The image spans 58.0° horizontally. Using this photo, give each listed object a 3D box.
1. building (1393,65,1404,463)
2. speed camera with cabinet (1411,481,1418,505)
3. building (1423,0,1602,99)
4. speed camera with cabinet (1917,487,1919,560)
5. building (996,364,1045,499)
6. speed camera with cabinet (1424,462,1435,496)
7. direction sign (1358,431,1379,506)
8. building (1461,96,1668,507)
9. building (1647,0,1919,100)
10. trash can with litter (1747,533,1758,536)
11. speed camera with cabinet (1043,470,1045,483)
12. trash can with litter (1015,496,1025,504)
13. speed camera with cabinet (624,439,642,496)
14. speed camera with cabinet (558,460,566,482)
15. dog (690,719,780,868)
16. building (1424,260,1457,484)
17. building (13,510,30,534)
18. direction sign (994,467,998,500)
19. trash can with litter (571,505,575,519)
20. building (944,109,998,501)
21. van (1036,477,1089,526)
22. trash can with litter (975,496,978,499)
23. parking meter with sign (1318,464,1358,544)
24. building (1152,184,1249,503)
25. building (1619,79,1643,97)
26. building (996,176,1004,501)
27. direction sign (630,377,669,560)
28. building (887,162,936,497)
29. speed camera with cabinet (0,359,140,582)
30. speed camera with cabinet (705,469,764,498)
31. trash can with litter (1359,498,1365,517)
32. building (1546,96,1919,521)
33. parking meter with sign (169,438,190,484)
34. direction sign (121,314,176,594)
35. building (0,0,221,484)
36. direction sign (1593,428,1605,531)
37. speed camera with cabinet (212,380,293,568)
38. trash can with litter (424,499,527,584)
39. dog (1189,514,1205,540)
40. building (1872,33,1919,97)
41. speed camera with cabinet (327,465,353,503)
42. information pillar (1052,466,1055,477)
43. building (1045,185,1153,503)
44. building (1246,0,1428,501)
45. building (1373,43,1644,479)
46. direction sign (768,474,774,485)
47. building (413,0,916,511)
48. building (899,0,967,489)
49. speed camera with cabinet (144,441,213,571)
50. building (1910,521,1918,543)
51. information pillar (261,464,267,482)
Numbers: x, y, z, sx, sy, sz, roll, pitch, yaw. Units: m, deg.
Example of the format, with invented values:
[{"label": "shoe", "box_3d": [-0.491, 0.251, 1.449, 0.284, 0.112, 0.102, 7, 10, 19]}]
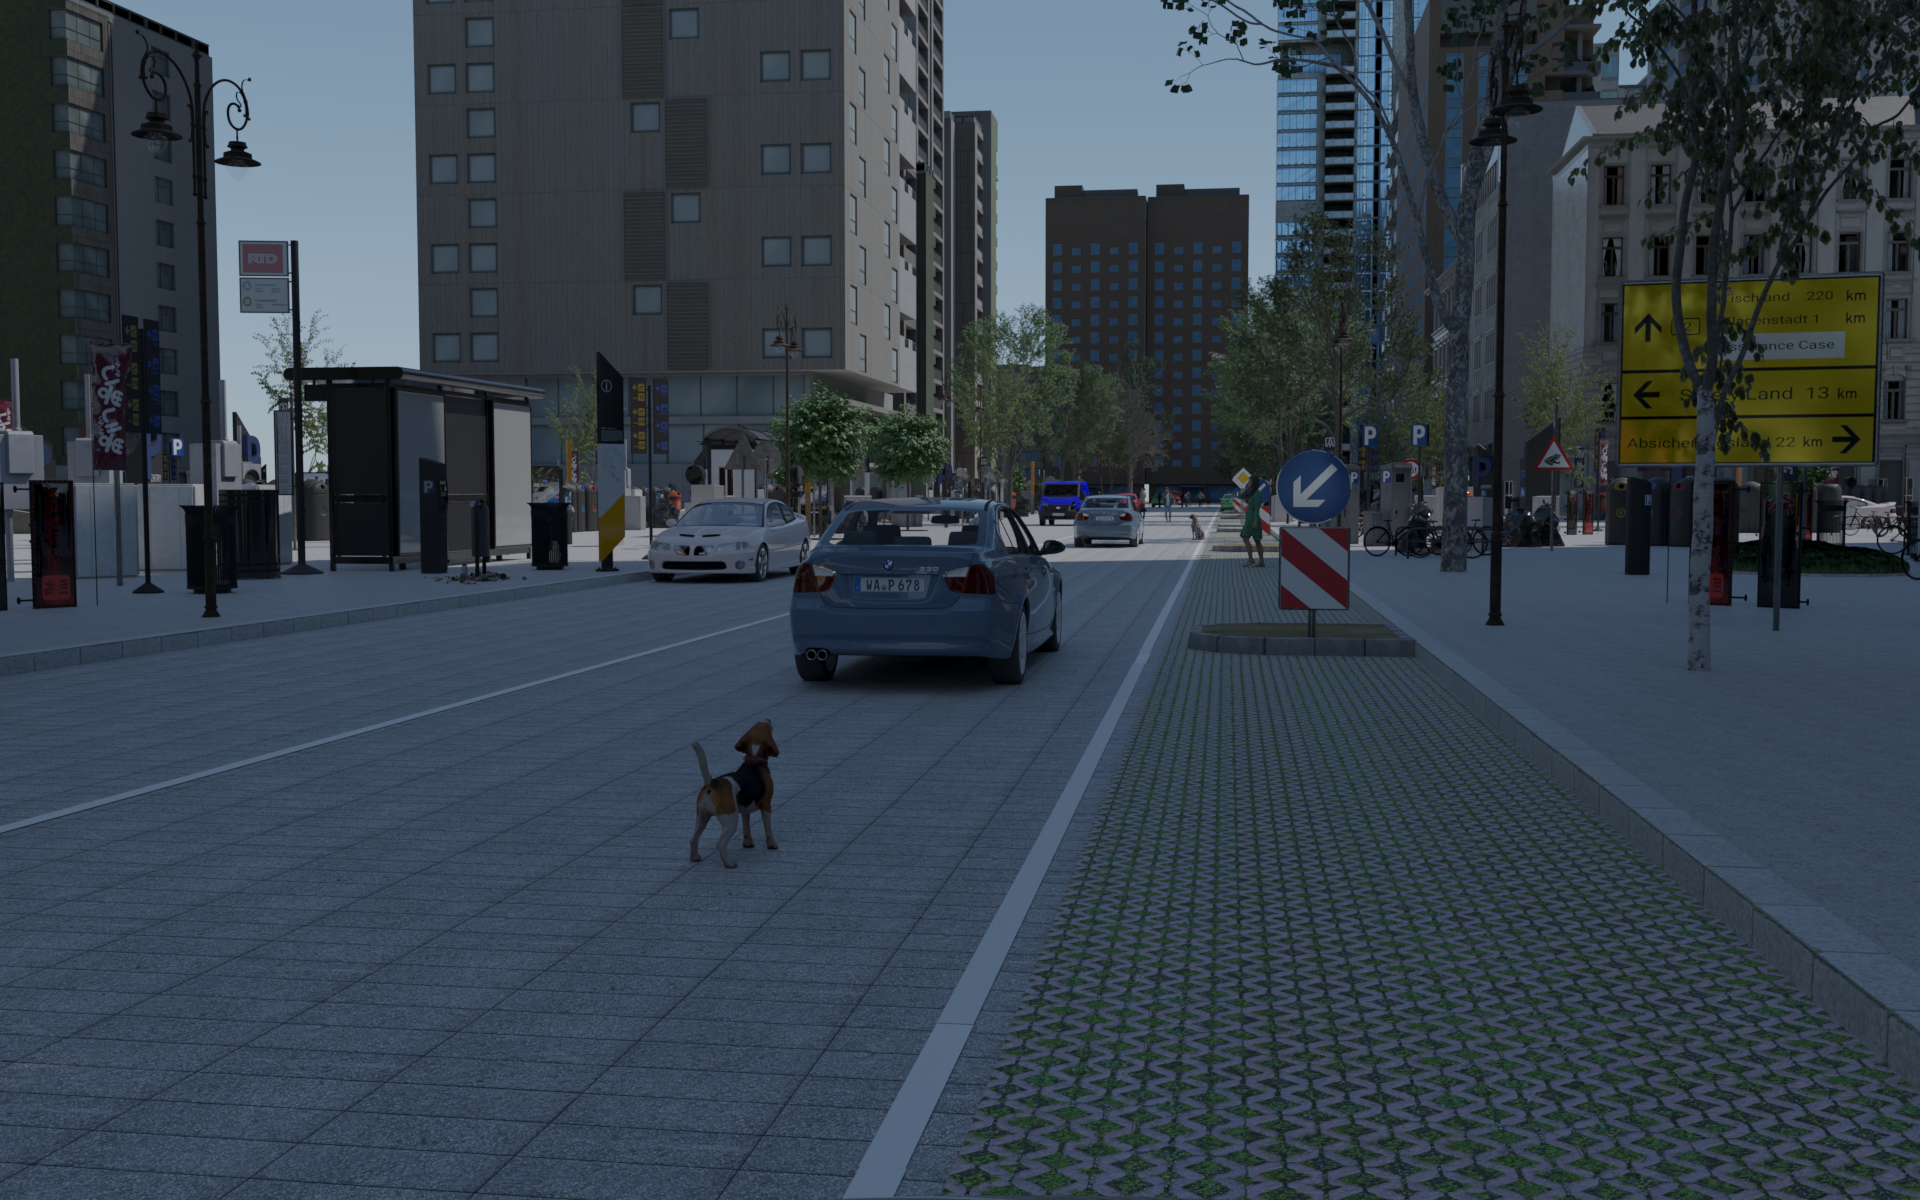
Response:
[{"label": "building", "box_3d": [49.947, -31.657, 167.698, 14.600, 45.320, 14.200, 1, 4, 9]}, {"label": "speed camera with cabinet", "box_3d": [31.965, -7.971, 124.658, 2.038, 3.252, 0.660, -2, 4, -25]}, {"label": "building", "box_3d": [47.645, -30.801, 153.711, 14.600, 45.320, 14.200, 1, 4, 9]}, {"label": "speed camera with cabinet", "box_3d": [18.957, -2.307, 32.050, 2.038, 3.252, 0.660, 3, 4, 39]}, {"label": "building", "box_3d": [-0.224, -25.657, 264.537, 28.899, 21.520, 27.650, 1, 4, 9]}, {"label": "speed camera with cabinet", "box_3d": [30.008, -6.983, 108.516, 2.038, 3.252, 0.660, 0, 4, -3]}, {"label": "direction sign", "box_3d": [14.638, -4.291, 62.163, 0.876, 3.537, 0.379, -2, 4, -23]}, {"label": "building", "box_3d": [40.185, -18.077, 113.585, 12.078, 24.808, 19.932, 1, 4, 9]}, {"label": "building", "box_3d": [91.399, -39.525, 188.238, 28.212, 58.520, 21.231, 1, 4, 9]}, {"label": "trash can with litter", "box_3d": [24.765, -2.553, 52.795, 1.678, 1.210, 2.233, 2, 4, 34]}, {"label": "speed camera with cabinet", "box_3d": [6.674, -9.010, 141.643, 0.660, 3.252, 2.038, 0, 4, 2]}, {"label": "trash can with litter", "box_3d": [3.294, -5.403, 99.718, 1.055, 1.170, 0.624, -2, 4, -27]}, {"label": "speed camera with cabinet", "box_3d": [-12.195, -4.219, 63.322, 0.660, 3.252, 2.038, 0, 4, 7]}, {"label": "speed camera with cabinet", "box_3d": [-22.275, -6.421, 99.323, 2.038, 3.252, 0.660, 0, 4, -2]}, {"label": "dog", "box_3d": [-0.893, 0.761, 6.851, 0.406, 0.507, 0.540, -1, 4, -17]}, {"label": "building", "box_3d": [42.928, -18.215, 133.976, 11.583, 22.565, 21.152, 1, 4, 9]}, {"label": "building", "box_3d": [-39.229, -21.422, 42.132, 23.993, 40.220, 32.217, 1, 4, 9]}, {"label": "direction sign", "box_3d": [2.970, -9.261, 143.411, 0.379, 3.537, 0.876, -1, 4, -15]}, {"label": "trash can with litter", "box_3d": [-15.731, -3.478, 68.250, 0.624, 1.170, 1.055, -3, 4, -39]}, {"label": "building", "box_3d": [-3.949, -30.384, 180.370, 14.154, 41.232, 14.086, 1, 4, 9]}, {"label": "van", "box_3d": [4.825, -4.611, 79.774, 2.240, 2.365, 5.245, 1, 4, 10]}, {"label": "trash can with litter", "box_3d": [1.067, -8.089, 143.639, 0.624, 1.170, 1.055, -3, 5, -42]}, {"label": "parking meter with sign", "box_3d": [9.894, -2.949, 44.473, 0.543, 3.016, 1.738, -2, 4, -30]}, {"label": "building", "box_3d": [34.642, -36.830, 252.274, 14.200, 45.320, 14.600, 1, 4, 9]}, {"label": "building", "box_3d": [87.930, -43.079, 246.338, 28.212, 58.520, 21.231, 1, 4, 9]}, {"label": "building", "box_3d": [-9.140, -33.574, 203.555, 28.867, 44.769, 22.147, 1, 4, 9]}, {"label": "direction sign", "box_3d": [-6.060, -2.563, 33.902, 0.379, 3.537, 0.876, 3, 5, 45]}, {"label": "building", "box_3d": [-10.120, -22.863, 145.507, 14.160, 30.474, 14.107, 1, 4, 9]}, {"label": "speed camera with cabinet", "box_3d": [-13.523, -1.939, 26.044, 0.660, 3.252, 2.038, 3, 5, 39]}, {"label": "speed camera with cabinet", "box_3d": [-7.954, -4.087, 61.157, 2.038, 3.252, 0.660, -2, 4, -33]}, {"label": "trash can with litter", "box_3d": [19.627, -4.452, 84.178, 1.055, 1.170, 0.624, 0, 4, 4]}, {"label": "building", "box_3d": [39.798, -14.574, 87.438, 18.267, 20.994, 9.793, 1, 4, 9]}, {"label": "parking meter with sign", "box_3d": [-23.693, -3.533, 54.023, 1.738, 3.016, 0.543, 1, 4, 14]}, {"label": "direction sign", "box_3d": [-10.517, -1.855, 22.333, 0.379, 3.537, 0.876, 0, 4, 2]}, {"label": "building", "box_3d": [-54.420, -20.267, 103.073, 14.107, 30.474, 14.160, 1, 4, 9]}, {"label": "direction sign", "box_3d": [21.952, -4.128, 59.492, 0.379, 3.537, 0.876, 0, 4, 0]}, {"label": "speed camera with cabinet", "box_3d": [-12.745, -2.226, 30.731, 0.660, 3.252, 2.038, 1, 4, 15]}, {"label": "trash can with litter", "box_3d": [-7.294, -0.893, 25.651, 1.678, 1.210, 2.233, 0, 4, -4]}, {"label": "dog", "box_3d": [7.353, -2.260, 53.792, 0.513, 0.831, 0.800, 1, 4, 8]}, {"label": "building", "box_3d": [66.465, -17.355, 88.262, 34.151, 26.468, 19.350, 1, 4, 9]}, {"label": "speed camera with cabinet", "box_3d": [-18.712, -3.552, 52.415, 0.660, 3.252, 2.038, -1, 4, -11]}, {"label": "information pillar", "box_3d": [7.848, -9.439, 145.678, 0.183, 3.616, 0.504, 1, 4, 18]}, {"label": "building", "box_3d": [20.219, -36.891, 253.281, 14.200, 45.320, 14.600, 1, 4, 9]}, {"label": "building", "box_3d": [57.401, -57.349, 250.331, 31.000, 86.520, 22.319, 1, 4, 9]}, {"label": "building", "box_3d": [58.196, -34.821, 188.927, 23.786, 49.044, 30.456, 1, 4, 9]}, {"label": "direction sign", "box_3d": [-9.538, -5.859, 87.793, 0.876, 3.537, 0.379, -2, 4, -29]}, {"label": "building", "box_3d": [-18.050, -32.229, 116.177, 28.713, 52.752, 27.495, 1, 4, 9]}, {"label": "building", "box_3d": [-10.125, -44.272, 162.091, 20.563, 71.187, 20.611, 1, 4, 9]}, {"label": "speed camera with cabinet", "box_3d": [-13.713, -2.114, 28.898, 2.038, 3.252, 0.660, 0, 4, -4]}, {"label": "building", "box_3d": [33.213, -29.985, 32.261, 21.231, 58.520, 28.212, 1, 4, 9]}, {"label": "information pillar", "box_3d": [-52.756, -8.556, 131.249, 0.504, 3.616, 0.183, -2, 4, -31]}]
